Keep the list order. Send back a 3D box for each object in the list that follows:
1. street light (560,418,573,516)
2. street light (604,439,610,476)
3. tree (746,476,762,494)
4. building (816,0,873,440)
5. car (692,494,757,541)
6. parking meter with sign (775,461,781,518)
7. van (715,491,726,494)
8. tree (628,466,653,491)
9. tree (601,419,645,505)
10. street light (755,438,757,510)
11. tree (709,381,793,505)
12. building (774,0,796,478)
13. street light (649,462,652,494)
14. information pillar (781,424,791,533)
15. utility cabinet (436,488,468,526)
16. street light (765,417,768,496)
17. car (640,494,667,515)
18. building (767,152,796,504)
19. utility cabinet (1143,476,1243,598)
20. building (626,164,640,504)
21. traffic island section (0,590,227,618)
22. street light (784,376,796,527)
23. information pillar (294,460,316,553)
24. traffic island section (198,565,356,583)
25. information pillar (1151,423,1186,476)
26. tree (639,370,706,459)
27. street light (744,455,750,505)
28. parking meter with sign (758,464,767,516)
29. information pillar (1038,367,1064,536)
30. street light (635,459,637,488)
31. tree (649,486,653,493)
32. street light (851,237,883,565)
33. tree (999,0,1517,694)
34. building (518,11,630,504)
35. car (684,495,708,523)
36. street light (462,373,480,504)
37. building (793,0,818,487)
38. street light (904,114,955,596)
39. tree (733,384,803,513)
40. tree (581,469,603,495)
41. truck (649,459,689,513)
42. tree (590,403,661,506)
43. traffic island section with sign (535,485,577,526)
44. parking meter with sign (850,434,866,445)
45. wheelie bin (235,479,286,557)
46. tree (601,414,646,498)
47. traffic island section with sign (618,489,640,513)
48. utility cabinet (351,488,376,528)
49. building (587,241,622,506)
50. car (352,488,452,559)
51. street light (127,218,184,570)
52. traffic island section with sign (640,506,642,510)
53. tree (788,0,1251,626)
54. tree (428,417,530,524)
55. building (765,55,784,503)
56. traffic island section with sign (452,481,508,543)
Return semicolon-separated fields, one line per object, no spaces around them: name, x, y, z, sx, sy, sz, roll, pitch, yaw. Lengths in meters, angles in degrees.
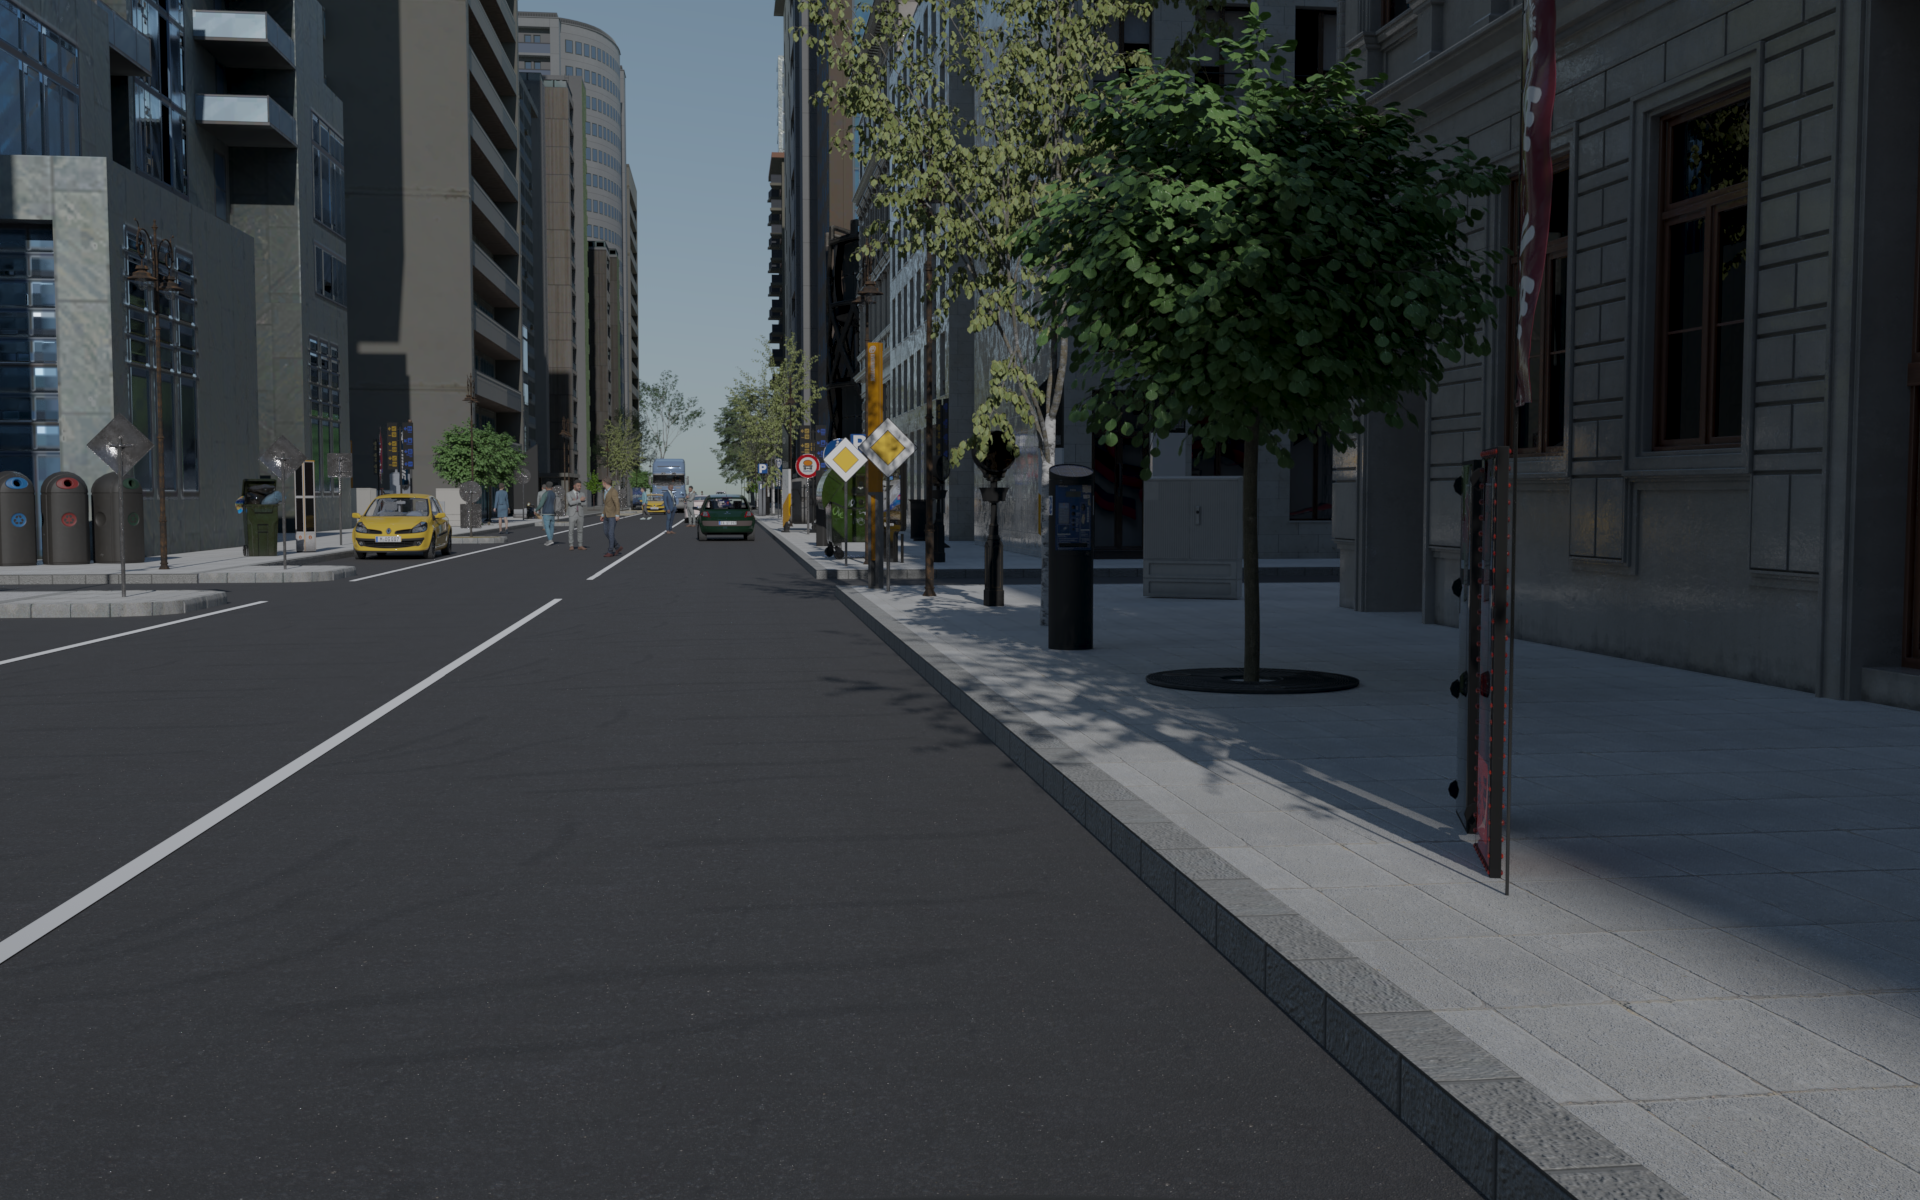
street light;-23.890;-8.132;105.742;0.468;5.910;1.993;0;4;-8
street light;-28.983;-10.377;142.447;0.468;5.910;1.993;0;4;-8
tree;-19.310;-10.533;166.809;1.663;3.219;1.824;0;3;0
building;-2.246;-28.478;115.729;14.600;45.320;14.200;0;4;-8
car;-7.331;-2.709;54.072;2.009;1.686;4.222;-1;4;-10
parking meter with sign;-8.774;-5.788;90.892;1.738;3.016;0.543;1;4;17
van;-31.127;-13.375;225.690;2.013;2.044;4.112;0;4;-6
tree;-36.972;-13.264;200.583;4.285;4.588;4.351;0;3;0
tree;-32.978;-13.400;169.454;4.360;8.622;3.978;0;3;0
street light;-16.887;-10.420;143.157;0.468;5.910;1.993;0;4;-8
tree;-23.365;-17.674;195.619;9.857;13.997;8.962;0;3;0
building;-2.831;-35.238;165.376;28.713;52.752;27.495;0;4;-8
street light;-40.212;-15.424;224.969;0.468;5.910;1.993;0;4;-8
information pillar;-5.779;-4.056;57.668;0.183;3.616;0.504;-2;4;-31
utility cabinet;-19.948;-3.631;68.050;1.173;1.500;0.318;0;3;0
street light;-11.677;-8.067;104.679;0.468;5.910;1.993;0;4;-8
car;-21.386;-6.795;121.327;2.015;1.641;3.980;-1;4;-9
building;-13.085;-34.566;219.784;22.147;44.769;28.867;0;4;-8
utility cabinet;2.855;-0.769;21.258;1.173;1.500;0.318;1;4;22
building;-55.865;-37.692;239.971;21.300;48.544;21.600;0;4;-8
traffic island section;-10.431;0.044;21.564;2.009;0.180;2.903;0;4;-8
street light;-6.652;-5.826;68.042;0.468;5.910;1.993;0;4;-8
information pillar;-14.344;-2.045;37.934;0.304;2.012;0.304;2;4;31
traffic island section;-11.507;-0.440;29.477;2.009;0.180;2.903;0;4;-8
information pillar;2.833;-1.964;23.474;0.504;3.616;0.183;-1;4;-13
tree;-44.003;-24.834;261.924;12.611;20.169;13.585;0;3;0
street light;-21.925;-12.661;179.792;0.468;5.910;1.993;0;4;-8
parking meter with sign;-11.490;-6.379;100.554;0.543;3.016;1.738;-1;4;-9
information pillar;1.656;-2.439;31.240;0.504;3.616;0.183;2;4;28
street light;-35.085;-13.154;187.863;0.468;5.910;1.993;0;4;-8
tree;-42.582;-15.110;241.642;1.663;3.219;1.824;0;3;0
street light;-1.679;-3.585;31.399;0.468;5.910;1.993;0;4;-8
tree;1.968;-1.714;11.735;4.285;4.588;4.351;0;3;0
building;-52.588;-41.130;214.468;21.231;58.520;28.212;0;4;-8
car;-12.865;-4.571;87.092;2.083;1.381;4.827;0;4;-6
street light;-18.668;-5.717;66.264;0.468;5.910;1.993;0;4;-8
building;-2.547;-36.370;136.646;21.231;58.520;28.212;0;4;-8
street light;-0.383;-2.987;21.620;0.468;5.910;1.993;0;4;-8
tree;-12.622;-10.059;114.824;4.360;8.622;3.978;0;3;0
tree;-28.718;-8.672;136.387;1.663;3.219;1.824;0;3;0
truck;-22.898;-9.023;137.285;2.967;4.110;18.799;-1;4;-8
tree;-34.675;-14.939;178.669;8.767;10.594;7.601;1;4;17
traffic island section with sign;-18.204;-4.279;78.582;1.989;1.847;2.006;0;4;-8
parking meter with sign;-2.674;-3.265;49.638;0.543;3.016;1.738;-1;4;-18
wheelie bin;-14.409;-1.703;35.758;0.980;1.594;0.693;-2;4;-31
tree;-31.506;-12.867;160.729;4.737;8.622;4.395;0;3;0
traffic island section with sign;-24.959;-7.321;128.325;1.989;1.847;2.006;0;4;-8
utility cabinet;-22.444;-3.452;65.123;1.173;1.500;0.318;2;4;30
building;-45.730;-25.883;194.895;14.160;30.474;14.107;0;4;-8
car;-12.630;-1.778;39.298;2.015;1.641;3.980;-1;4;-8
street light;-13.549;-3.457;29.312;0.468;5.910;1.993;0;4;-8
traffic island section with sign;-28.619;-8.973;155.340;1.989;1.847;2.006;0;4;-8
tree;0.623;-4.059;16.722;4.737;8.622;4.395;0;3;0
tree;-21.073;-5.745;77.651;4.285;4.588;4.351;0;3;0
building;-17.114;-57.214;248.116;22.319;86.520;31.000;0;4;-8
traffic island section with sign;-14.472;-2.606;51.240;1.989;1.847;2.006;0;4;-8
